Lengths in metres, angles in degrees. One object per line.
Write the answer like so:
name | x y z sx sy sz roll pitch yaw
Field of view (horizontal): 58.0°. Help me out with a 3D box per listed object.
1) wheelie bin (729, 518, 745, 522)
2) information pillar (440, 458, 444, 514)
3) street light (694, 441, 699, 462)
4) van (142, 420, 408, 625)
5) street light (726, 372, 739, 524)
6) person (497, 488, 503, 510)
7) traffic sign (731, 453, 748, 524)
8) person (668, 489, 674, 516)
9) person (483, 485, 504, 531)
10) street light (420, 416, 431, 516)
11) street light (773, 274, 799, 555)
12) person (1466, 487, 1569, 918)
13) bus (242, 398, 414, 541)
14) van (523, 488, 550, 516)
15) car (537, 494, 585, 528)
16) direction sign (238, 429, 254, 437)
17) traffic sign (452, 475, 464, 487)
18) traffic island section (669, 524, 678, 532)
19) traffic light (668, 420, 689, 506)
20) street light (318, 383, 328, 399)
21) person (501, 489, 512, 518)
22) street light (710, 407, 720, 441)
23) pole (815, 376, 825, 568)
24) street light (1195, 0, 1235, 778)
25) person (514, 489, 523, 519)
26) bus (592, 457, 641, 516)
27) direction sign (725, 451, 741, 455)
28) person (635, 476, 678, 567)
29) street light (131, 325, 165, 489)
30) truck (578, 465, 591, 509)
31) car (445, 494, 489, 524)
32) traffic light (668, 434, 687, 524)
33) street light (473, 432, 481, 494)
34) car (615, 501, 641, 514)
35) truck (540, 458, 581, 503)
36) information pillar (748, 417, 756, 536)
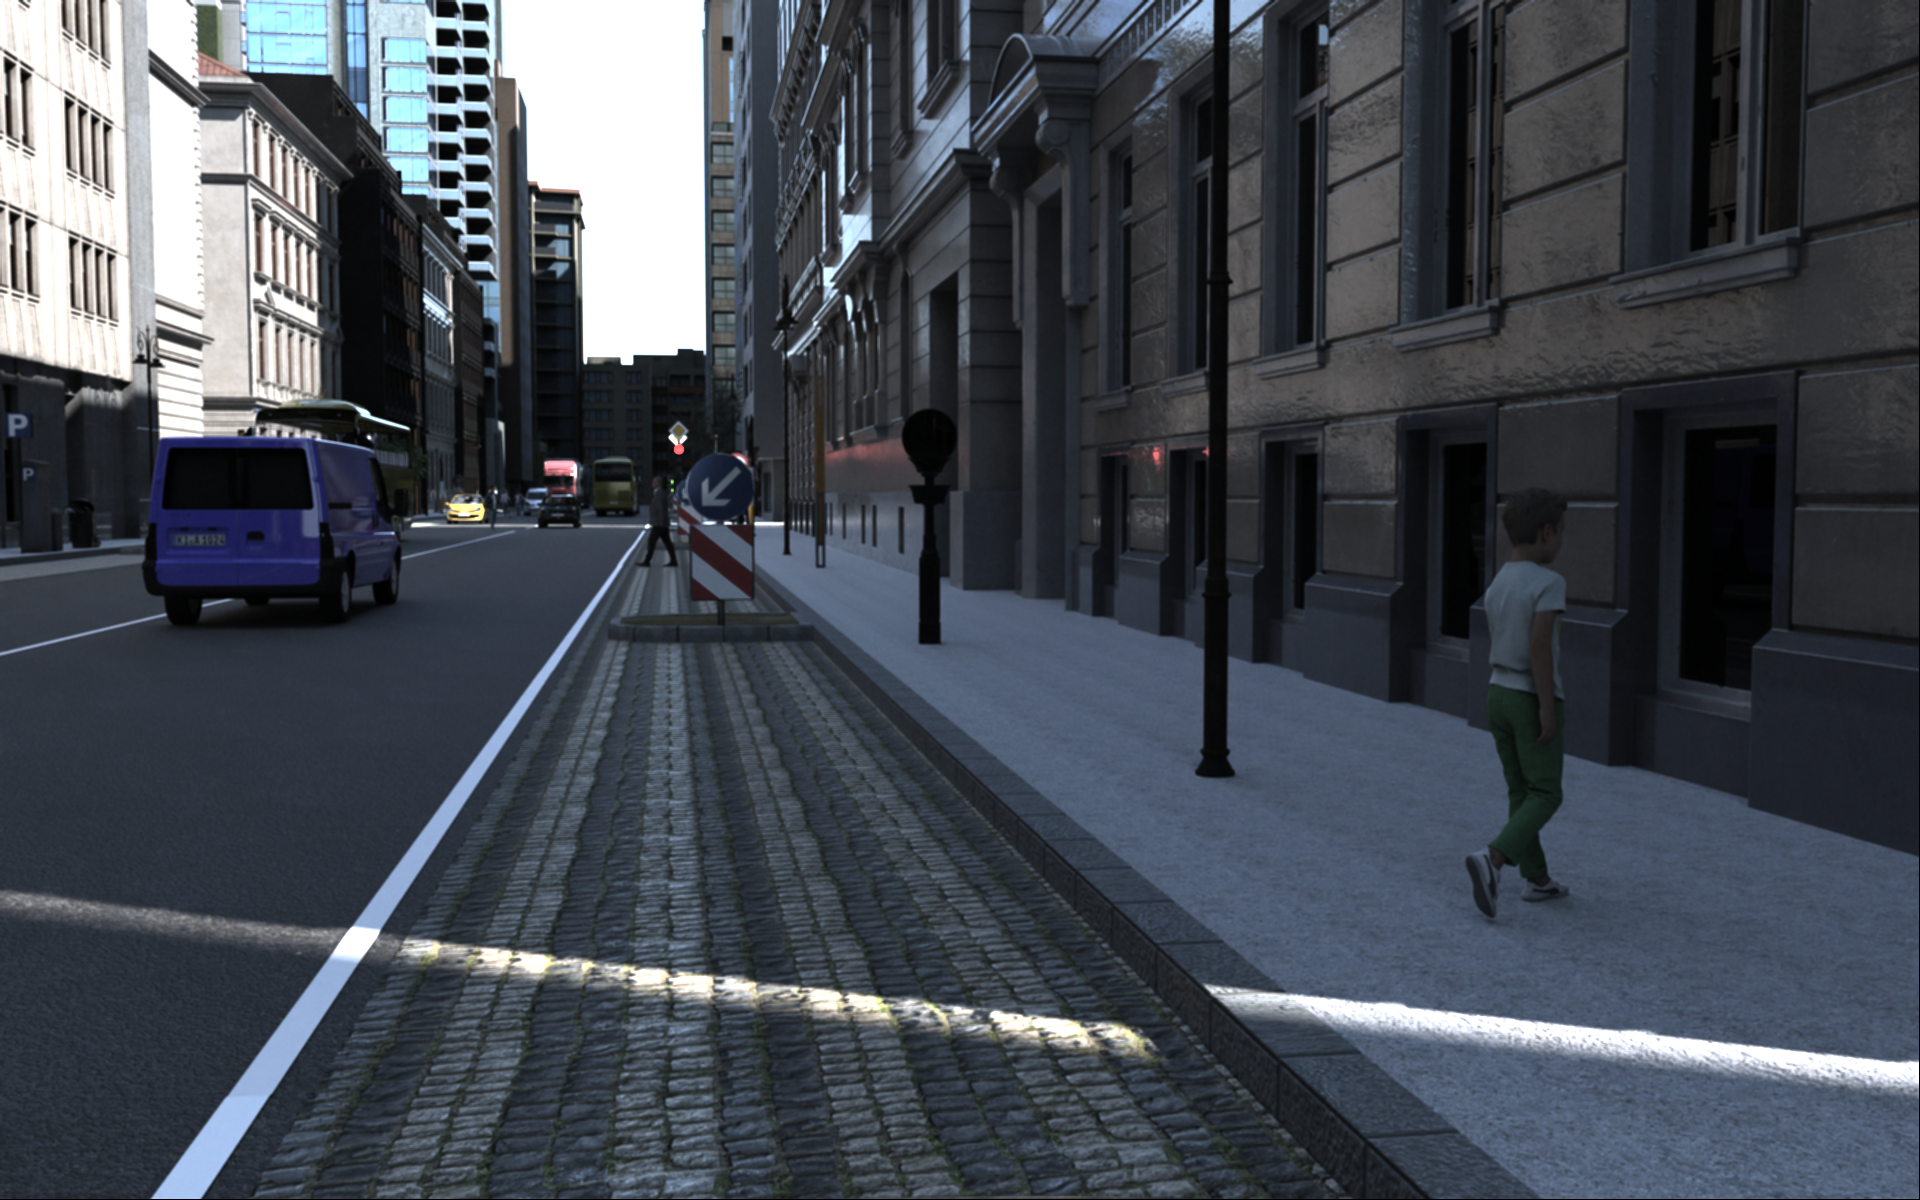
wheelie bin | -10.168 -4.329 78.682 0.693 1.594 0.980 -3 5 -40
information pillar | -33.987 -7.475 113.570 0.183 3.616 0.504 0 4 -1
street light | -22.487 -10.726 148.154 0.468 5.910 1.993 -1 4 -9
van | -8.031 -1.002 20.774 2.240 2.365 5.245 -1 4 -9
street light | -8.627 -5.687 65.771 0.468 5.910 1.993 -1 4 -9
person | -38.166 -8.412 143.761 0.419 1.800 0.721 -3 5 -41
traffic sign | -6.907 -3.278 53.700 0.768 2.556 0.104 0 4 -7
person | -17.525 -5.841 104.347 0.599 1.781 0.374 3 5 45
person | -18.217 -3.587 67.501 0.721 1.781 0.623 2 4 25
street light | -31.064 -7.826 100.743 0.468 5.910 1.993 -1 4 -9
street light | -3.666 -3.898 36.520 0.468 5.910 1.993 -1 4 -9
person | 1.727 0.303 5.340 0.590 1.304 0.306 -3 5 -41
bus | -17.172 -3.456 48.057 2.896 3.916 12.252 -1 4 -11
van | -28.172 -6.640 115.582 2.013 2.044 4.112 -1 4 -10
car | -17.225 -3.967 74.654 2.009 1.686 4.222 -1 4 -10
direction sign | -25.029 -4.208 60.796 0.876 3.537 0.379 2 4 34
traffic sign | -33.005 -6.960 113.903 0.768 2.556 0.104 0 4 -5
traffic island section | -10.709 -2.692 66.303 2.009 0.180 2.903 -1 4 -9
traffic light | -10.750 -4.725 66.182 0.839 4.253 0.868 -1 4 -9
street light | -26.389 -6.064 71.938 0.468 5.910 1.993 -1 4 -9
person | -26.871 -5.728 102.819 0.598 1.740 0.731 3 4 36
street light | -12.712 -7.173 90.063 0.468 5.910 1.993 -1 4 -9
pole | -2.438 -2.220 30.135 0.158 3.312 0.155 0 3 0
street light | 1.166 -2.138 7.741 0.468 5.910 1.993 -1 4 -9
person | -25.887 -5.643 101.608 0.563 1.720 0.643 1 4 11
bus | -22.668 -7.505 114.261 2.896 3.916 12.252 -1 4 -9
direction sign | -11.909 -6.055 91.002 0.876 3.537 0.379 0 3 0
person | -5.952 -1.530 33.906 0.834 1.777 0.661 -1 4 -8
street light | -22.182 -4.568 47.475 0.468 5.910 1.993 -1 4 -9
truck | -37.189 -10.896 167.063 2.839 4.237 11.283 -1 4 -8
car | -23.694 -4.476 83.402 2.015 1.641 3.980 -1 4 -10
traffic light | -12.069 -5.207 74.058 0.839 4.253 0.868 -1 4 -9
street light | -36.048 -9.589 129.562 0.468 5.910 1.993 -1 4 -9
car | -24.043 -6.888 125.200 1.945 1.354 3.894 -1 4 -10
truck | -31.848 -9.156 138.617 2.839 4.237 11.283 -1 4 -10
information pillar | -6.408 -3.777 53.109 0.183 3.616 0.504 -1 4 -19
